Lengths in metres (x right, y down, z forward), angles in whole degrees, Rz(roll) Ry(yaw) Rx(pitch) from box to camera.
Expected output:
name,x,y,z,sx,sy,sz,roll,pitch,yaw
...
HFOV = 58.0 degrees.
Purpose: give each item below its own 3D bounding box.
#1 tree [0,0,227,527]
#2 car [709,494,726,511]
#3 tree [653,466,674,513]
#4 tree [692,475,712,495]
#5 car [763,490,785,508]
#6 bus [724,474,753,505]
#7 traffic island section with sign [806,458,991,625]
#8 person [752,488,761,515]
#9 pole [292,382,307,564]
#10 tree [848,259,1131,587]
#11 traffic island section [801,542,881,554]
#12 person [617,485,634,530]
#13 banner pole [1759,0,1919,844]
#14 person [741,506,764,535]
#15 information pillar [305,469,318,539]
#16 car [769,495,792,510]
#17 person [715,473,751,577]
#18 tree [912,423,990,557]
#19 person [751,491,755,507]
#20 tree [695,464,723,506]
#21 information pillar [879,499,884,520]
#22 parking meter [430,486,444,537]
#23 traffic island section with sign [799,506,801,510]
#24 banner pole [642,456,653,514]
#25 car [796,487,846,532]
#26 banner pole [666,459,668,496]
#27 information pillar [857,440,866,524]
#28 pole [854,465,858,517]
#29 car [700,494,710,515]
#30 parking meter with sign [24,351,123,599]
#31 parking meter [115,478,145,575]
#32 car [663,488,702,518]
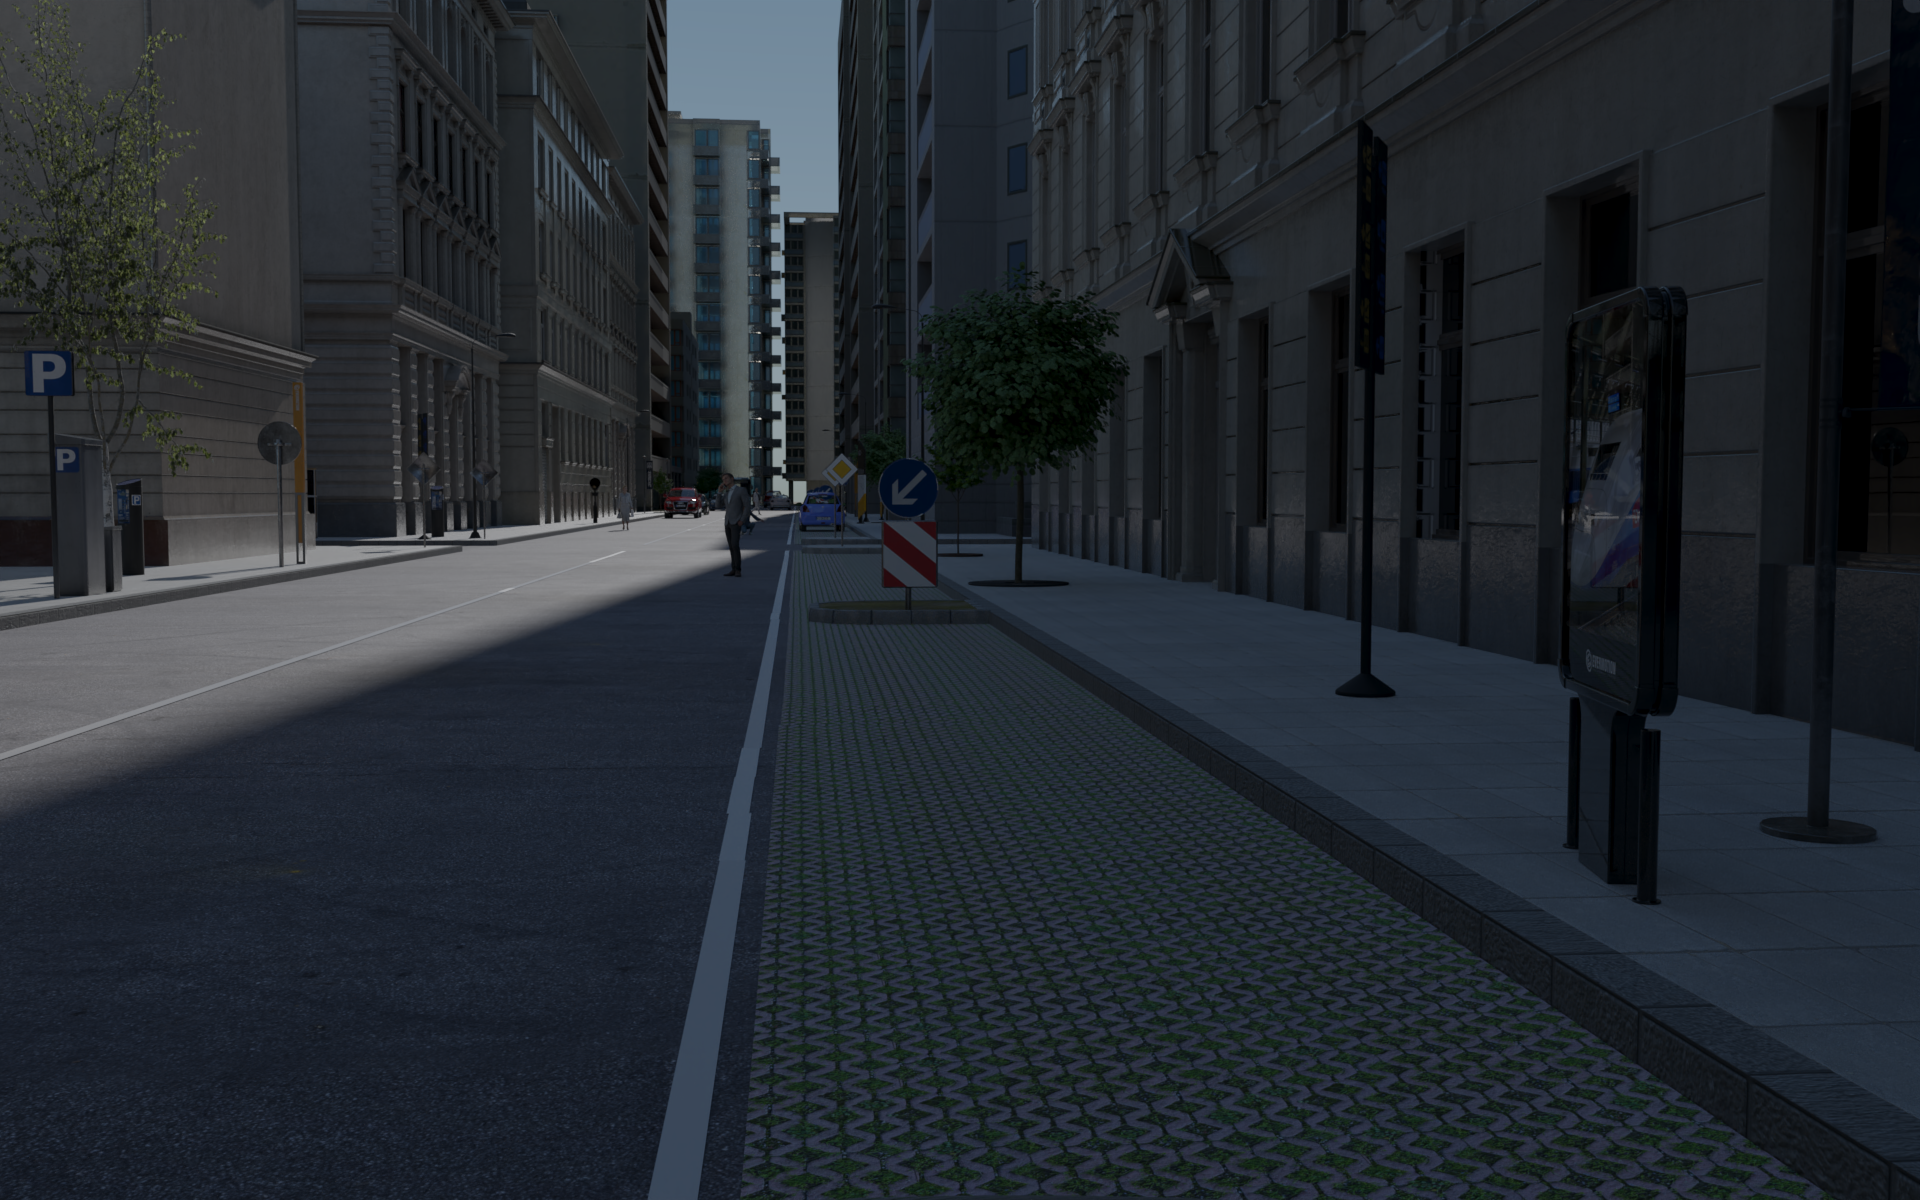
name,x,y,z,sx,sy,sz,roll,pitch,yaw
tree,-12.581,-4.580,25.242,4.360,8.622,3.978,0,3,0
car,-20.279,-8.264,147.123,2.014,1.417,4.499,0,4,-4
tree,-20.355,-7.580,118.532,1.663,3.219,1.824,0,3,0
tree,-26.725,-11.376,180.592,1.663,3.219,1.824,0,3,0
car,-19.554,-10.584,181.723,2.281,1.827,5.304,0,4,-5
bus,-23.242,-11.439,181.893,2.948,3.499,13.247,0,4,-7
traffic island section with sign,-0.740,-0.685,19.829,1.989,1.847,2.006,0,4,-5
person,-13.892,-6.703,117.967,0.818,1.842,0.514,1,4,9
pole,-12.086,-2.315,31.700,0.158,3.312,0.155,0,3,0
tree,0.762,-2.487,24.375,4.285,4.588,4.351,0,3,0
traffic island section,-2.866,-1.236,42.497,2.009,0.180,2.903,0,4,-5
person,-13.291,-3.673,68.913,0.694,1.780,0.624,0,4,1
banner pole,3.410,-0.994,6.272,0.863,3.779,0.401,3,5,42
person,-7.376,-2.861,60.783,1.012,1.151,0.738,-1,4,-20
information pillar,-18.725,-2.781,49.969,0.304,2.012,0.304,-1,4,-12
car,-15.984,-8.682,154.309,2.083,1.381,4.827,0,4,-5
person,-3.953,-1.313,30.142,0.473,1.802,0.592,-3,4,-39
tree,-0.169,-2.506,35.582,1.663,3.219,1.824,0,3,0
person,-23.400,-11.477,196.143,0.705,1.824,1.348,1,4,21
tree,-27.047,-12.465,187.519,4.285,4.588,4.351,0,3,0
information pillar,-3.842,-5.755,85.448,0.183,3.616,0.504,1,4,13
parking meter,-15.633,-2.654,51.803,0.372,1.533,0.369,0,3,0
traffic island section with sign,-5.966,-4.093,75.550,1.989,1.847,2.006,0,4,-5
banner pole,-20.523,-7.569,113.767,0.863,3.779,0.401,1,4,17
car,-5.356,-3.504,66.877,1.945,1.707,3.694,0,4,-7
banner pole,-20.739,-8.112,122.640,0.401,3.779,0.863,0,4,-5
information pillar,-4.251,-5.108,74.871,0.183,3.616,0.504,-3,5,-40
pole,-5.835,-6.331,97.357,0.158,3.312,0.155,0,3,0
car,-18.174,-6.681,119.013,2.009,1.686,4.222,0,4,-5
parking meter with sign,-11.181,-1.573,21.979,0.543,3.016,1.738,0,4,-7
parking meter,-13.135,-1.163,27.421,0.372,1.533,0.369,0,3,0
car,-16.614,-5.830,103.985,2.281,1.827,5.304,0,4,-6
